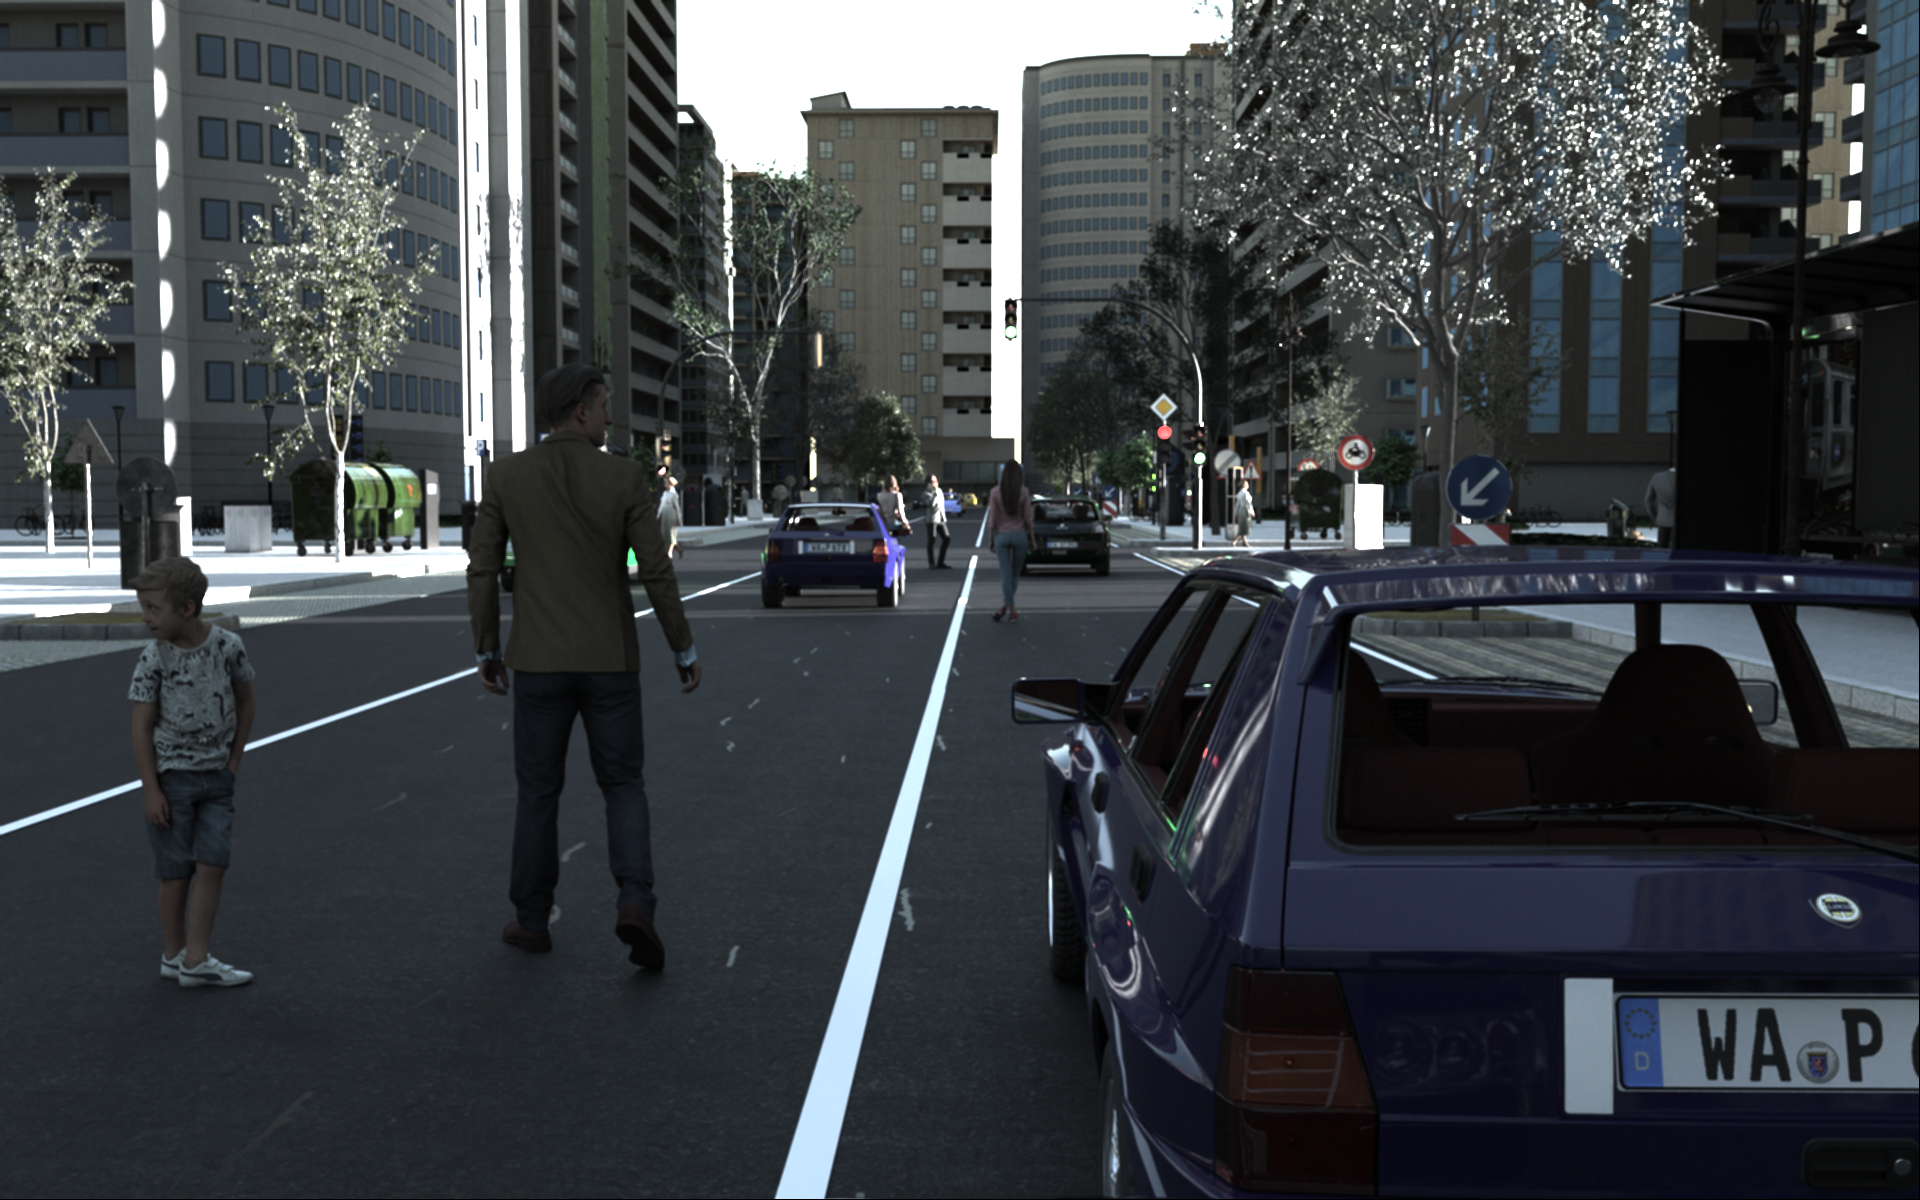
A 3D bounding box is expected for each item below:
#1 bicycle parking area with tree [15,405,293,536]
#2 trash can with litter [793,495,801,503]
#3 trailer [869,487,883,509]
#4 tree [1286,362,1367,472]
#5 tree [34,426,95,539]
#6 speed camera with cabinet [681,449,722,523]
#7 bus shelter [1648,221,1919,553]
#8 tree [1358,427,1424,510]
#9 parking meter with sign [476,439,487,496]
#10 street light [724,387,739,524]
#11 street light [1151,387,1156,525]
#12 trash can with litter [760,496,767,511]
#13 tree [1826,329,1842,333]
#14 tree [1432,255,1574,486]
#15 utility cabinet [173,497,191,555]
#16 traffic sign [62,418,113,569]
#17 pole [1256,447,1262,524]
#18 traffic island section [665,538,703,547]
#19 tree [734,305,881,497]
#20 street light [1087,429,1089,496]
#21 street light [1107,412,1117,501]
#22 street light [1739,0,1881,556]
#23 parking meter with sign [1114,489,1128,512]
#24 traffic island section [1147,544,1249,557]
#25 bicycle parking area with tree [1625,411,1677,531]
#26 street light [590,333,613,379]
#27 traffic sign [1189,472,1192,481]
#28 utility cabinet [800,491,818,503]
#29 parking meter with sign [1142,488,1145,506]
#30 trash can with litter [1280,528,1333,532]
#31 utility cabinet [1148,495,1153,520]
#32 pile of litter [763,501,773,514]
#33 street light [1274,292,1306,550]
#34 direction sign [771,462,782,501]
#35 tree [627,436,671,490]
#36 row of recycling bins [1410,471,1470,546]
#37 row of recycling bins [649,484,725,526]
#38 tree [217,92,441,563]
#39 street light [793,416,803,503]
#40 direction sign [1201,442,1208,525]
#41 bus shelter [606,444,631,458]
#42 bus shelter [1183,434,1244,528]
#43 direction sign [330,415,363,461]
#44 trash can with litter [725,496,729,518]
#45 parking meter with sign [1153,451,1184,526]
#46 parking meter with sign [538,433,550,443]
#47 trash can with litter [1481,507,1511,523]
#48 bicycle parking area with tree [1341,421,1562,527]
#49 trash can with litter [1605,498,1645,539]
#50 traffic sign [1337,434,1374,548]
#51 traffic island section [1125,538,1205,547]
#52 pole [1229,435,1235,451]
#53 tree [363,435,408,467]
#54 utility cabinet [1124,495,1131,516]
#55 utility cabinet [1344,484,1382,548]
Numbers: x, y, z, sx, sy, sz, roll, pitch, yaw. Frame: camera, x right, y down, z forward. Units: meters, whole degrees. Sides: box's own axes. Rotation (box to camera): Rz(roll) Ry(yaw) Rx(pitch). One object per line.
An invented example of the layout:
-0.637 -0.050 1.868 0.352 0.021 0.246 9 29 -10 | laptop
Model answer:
-24.950 -4.230 56.159 8.231 4.147 9.016 1 4 20 | bicycle parking area with tree
-10.131 -5.652 103.468 2.233 1.210 1.678 -2 4 -33 | trash can with litter
-6.831 -8.129 139.954 1.471 1.999 3.904 0 4 2 | trailer
19.687 -8.735 93.182 4.360 8.622 3.978 0 3 0 | tree
-25.340 -3.354 49.445 1.663 3.219 1.824 0 3 0 | tree
-11.475 -5.044 76.798 2.038 3.252 0.660 3 4 36 | speed camera with cabinet
9.145 -1.636 18.027 1.731 3.624 6.357 0 4 1 | bus shelter
20.922 -6.167 84.545 4.285 4.588 4.351 0 3 0 | tree
-14.573 -3.622 55.485 0.543 3.016 1.738 3 5 43 | parking meter with sign
-9.887 -6.259 75.116 0.468 5.910 1.993 0 4 1 | street light
8.128 -6.100 72.517 0.468 5.910 1.993 0 4 1 | street light
-13.669 -6.609 119.442 0.624 1.170 1.055 0 4 8 | trash can with litter
34.656 -7.112 66.637 4.360 8.622 3.978 0 3 0 | tree
16.287 -6.289 53.182 4.360 8.622 3.978 0 3 0 | tree
-16.721 -1.583 37.039 0.306 1.237 1.020 -3 4 -36 | utility cabinet
-14.991 -1.821 29.772 0.884 2.594 0.081 0 4 2 | traffic sign
12.881 -4.941 74.621 0.158 3.312 0.155 0 3 0 | pole
-8.364 -1.608 48.570 2.009 0.180 2.903 0 4 1 | traffic island section
-10.202 -12.308 111.598 12.009 13.543 11.850 0 3 0 | tree
9.058 -9.150 122.395 0.468 5.910 1.993 0 4 1 | street light
8.514 -7.615 97.301 0.468 5.910 1.993 0 4 1 | street light
7.078 -2.558 14.610 0.468 5.910 1.993 0 4 1 | street light
11.001 -7.692 122.023 1.738 3.016 0.543 1 4 18 | parking meter with sign
5.527 -1.103 40.323 2.009 0.180 2.903 0 4 1 | traffic island section
26.822 -4.372 58.488 9.016 4.147 8.231 -3 5 -42 | bicycle parking area with tree
-10.371 -4.720 49.963 0.468 5.910 1.993 0 4 1 | street light
12.537 -5.616 91.932 0.768 2.556 0.104 0 4 6 | traffic sign
-9.510 -6.149 109.207 1.173 1.500 0.318 -3 4 -37 | utility cabinet
13.245 -7.752 123.008 0.543 3.016 1.738 2 4 24 | parking meter with sign
11.914 -2.935 59.053 1.678 1.210 2.233 0 4 -2 | trash can with litter
9.703 -4.474 84.305 1.020 1.237 0.306 1 4 23 | utility cabinet
-12.564 -6.157 114.633 1.719 0.858 1.176 2 4 31 | pile of litter
7.560 -4.099 39.807 0.468 5.910 1.993 0 4 1 | street light
-12.870 -7.933 121.693 0.876 3.537 0.379 -3 4 -37 | direction sign
-10.377 -3.825 57.138 1.663 3.219 1.824 0 3 0 | tree
8.699 -1.492 31.503 1.069 1.692 3.534 1 4 14 | row of recycling bins
-11.179 -3.804 69.308 3.534 1.692 1.069 -1 4 -18 | row of recycling bins
-11.639 -5.003 32.164 4.360 8.622 3.978 0 3 0 | tree
-9.383 -7.811 100.492 0.468 5.910 1.993 0 4 1 | street light
10.189 -4.930 72.609 0.876 3.537 0.379 1 4 10 | direction sign
-14.270 -4.492 67.366 2.014 3.302 5.546 0 4 1 | bus shelter
10.090 -4.760 69.115 1.731 3.624 6.357 0 4 1 | bus shelter
-17.559 -3.527 49.666 0.876 3.537 0.379 -2 4 -26 | direction sign
-12.967 -5.011 93.324 1.055 1.170 0.624 2 4 27 | trash can with litter
8.456 -4.509 69.980 0.543 3.016 1.738 3 4 36 | parking meter with sign
-11.521 -3.215 48.824 0.543 3.016 1.738 -1 4 -19 | parking meter with sign
12.022 -1.729 39.658 1.055 1.170 0.624 -2 4 -25 | trash can with litter
19.546 -5.089 70.201 9.016 4.147 8.231 1 4 17 | bicycle parking area with tree
18.252 -2.208 47.491 0.624 1.170 1.055 -3 5 -41 | trash can with litter
8.416 -2.251 36.910 0.768 2.556 0.104 0 4 7 | traffic sign
5.675 -1.592 48.306 2.009 0.180 2.903 0 4 1 | traffic island section
9.414 -4.052 60.101 0.158 3.312 0.155 0 3 0 | pole
-19.026 -3.834 57.288 1.663 3.219 1.824 0 3 0 | tree
9.909 -5.603 102.766 0.306 1.237 1.020 1 4 13 | utility cabinet
9.317 -1.915 39.992 0.318 1.500 1.173 3 5 44 | utility cabinet
